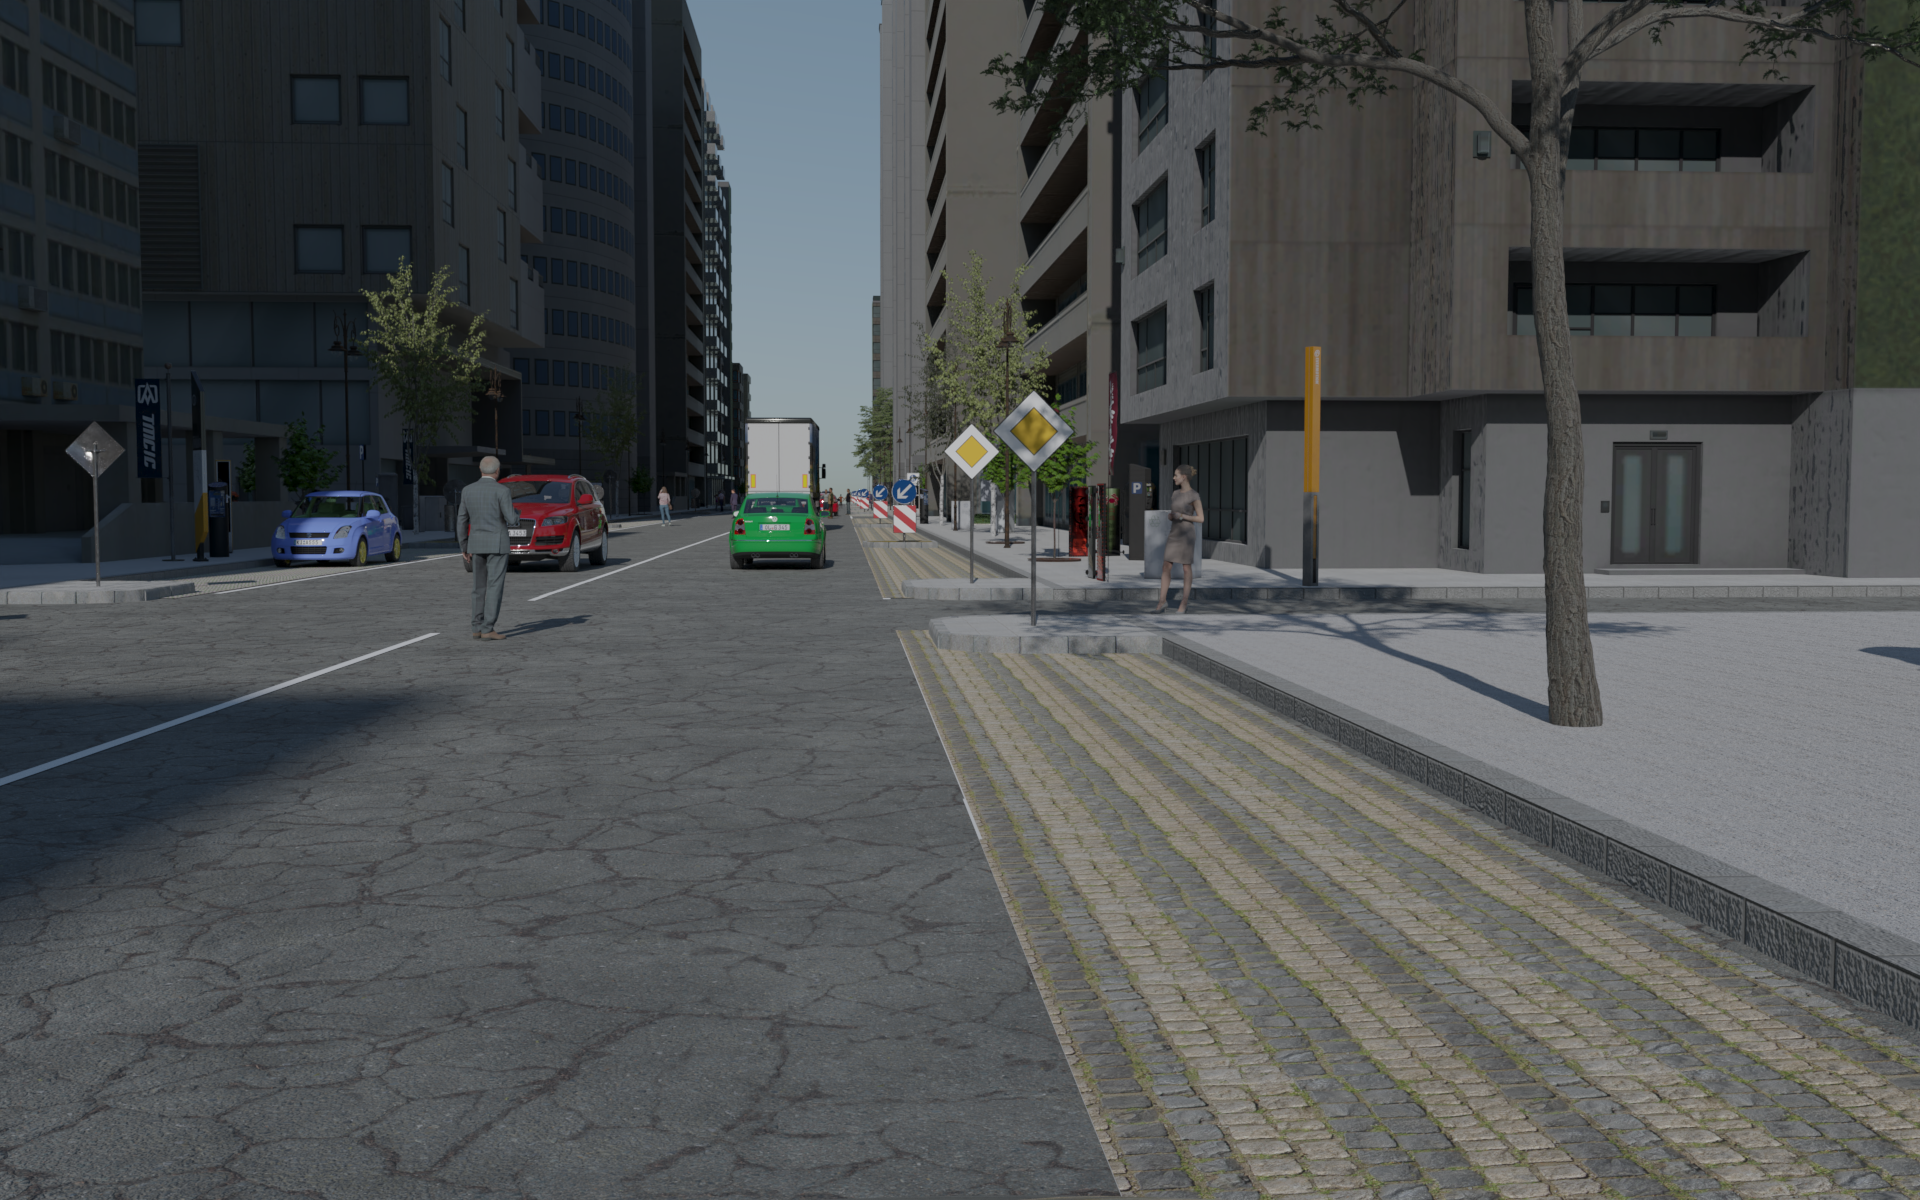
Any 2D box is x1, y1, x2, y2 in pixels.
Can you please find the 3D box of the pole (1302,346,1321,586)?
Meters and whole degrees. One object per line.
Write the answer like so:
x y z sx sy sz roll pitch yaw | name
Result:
4.889 -1.849 24.071 0.158 3.312 0.155 0 3 0 | pole

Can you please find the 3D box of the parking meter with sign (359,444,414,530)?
-20.314 -3.985 61.421 1.738 3.016 0.543 -2 4 -34 | parking meter with sign

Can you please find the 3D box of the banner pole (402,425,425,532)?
-18.373 -4.164 58.096 0.863 3.779 0.401 2 4 24 | banner pole

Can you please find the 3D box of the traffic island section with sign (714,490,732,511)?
-20.642 -8.658 150.180 1.989 1.847 2.006 0 4 -4 | traffic island section with sign

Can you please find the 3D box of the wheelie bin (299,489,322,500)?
-23.304 -3.324 62.259 0.693 1.594 0.980 -3 5 -41 | wheelie bin

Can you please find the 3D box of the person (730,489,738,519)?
-13.171 -5.601 100.993 0.541 1.710 0.530 -3 5 -39 | person

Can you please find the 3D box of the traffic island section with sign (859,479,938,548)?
-1.633 -2.329 46.702 1.989 1.847 2.006 0 4 -4 | traffic island section with sign

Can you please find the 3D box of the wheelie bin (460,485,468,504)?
-16.933 -3.195 60.149 0.980 1.594 0.693 2 4 28 | wheelie bin

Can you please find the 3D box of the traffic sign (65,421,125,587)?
-11.951 -1.243 23.966 0.795 2.450 0.064 0 4 -4 | traffic sign

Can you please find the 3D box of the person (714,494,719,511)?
-20.172 -8.085 143.915 0.599 1.433 0.991 -1 4 -17 | person

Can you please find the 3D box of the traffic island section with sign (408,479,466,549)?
-13.510 -2.299 46.213 1.989 1.847 2.006 0 4 -4 | traffic island section with sign

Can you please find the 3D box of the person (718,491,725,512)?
-19.437 -8.026 140.655 0.436 1.711 0.756 3 5 45 | person

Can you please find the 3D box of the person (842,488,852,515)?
-7.723 -6.781 119.380 0.705 1.822 1.348 -2 4 -28 | person

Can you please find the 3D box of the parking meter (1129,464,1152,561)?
3.486 -1.697 33.464 0.399 1.863 0.255 2 4 34 | parking meter

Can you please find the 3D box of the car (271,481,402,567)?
-12.562 -1.552 34.959 1.945 1.707 3.694 0 4 -2 | car

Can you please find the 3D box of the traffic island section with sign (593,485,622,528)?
-15.353 -3.944 73.105 1.989 1.847 2.006 0 4 -4 | traffic island section with sign

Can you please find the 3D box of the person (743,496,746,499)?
-20.123 -9.491 164.391 1.217 1.735 0.721 3 4 38 | person

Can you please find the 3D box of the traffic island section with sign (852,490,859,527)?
-3.550 -4.028 74.490 1.989 1.847 2.006 0 4 -4 | traffic island section with sign

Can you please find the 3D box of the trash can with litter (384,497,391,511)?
-30.711 -5.001 93.151 1.055 1.170 0.624 0 4 8 | trash can with litter

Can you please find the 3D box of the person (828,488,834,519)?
-7.556 -5.655 101.055 0.705 1.812 1.348 0 4 -7 | person

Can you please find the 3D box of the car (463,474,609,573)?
-8.094 -1.510 33.358 2.281 1.827 5.304 0 4 -2 | car

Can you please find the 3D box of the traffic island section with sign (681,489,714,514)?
-18.788 -7.013 123.289 1.989 1.847 2.006 0 4 -4 | traffic island section with sign

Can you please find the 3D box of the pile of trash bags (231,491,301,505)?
-23.604 -3.041 59.473 3.447 1.369 1.912 -3 5 -42 | pile of trash bags

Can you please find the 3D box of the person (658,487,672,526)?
-13.112 -4.163 77.161 0.593 1.750 0.643 -1 4 -21 | person

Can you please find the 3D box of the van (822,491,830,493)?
-17.714 -13.632 229.894 2.013 2.044 4.112 0 4 -4 | van

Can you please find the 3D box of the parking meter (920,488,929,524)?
-1.542 -4.037 74.416 0.372 1.533 0.369 0 3 0 | parking meter

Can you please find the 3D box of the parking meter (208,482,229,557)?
-15.065 -1.638 35.188 0.372 1.533 0.369 0 3 0 | parking meter

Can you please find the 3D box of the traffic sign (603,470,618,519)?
-18.183 -5.502 90.057 0.768 2.556 0.104 0 4 5 | traffic sign

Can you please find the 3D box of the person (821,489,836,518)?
-8.182 -5.893 105.644 1.217 1.735 0.721 0 4 7 | person

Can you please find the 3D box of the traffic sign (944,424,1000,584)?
0.166 -1.292 24.773 0.795 2.450 0.064 0 4 -4 | traffic sign

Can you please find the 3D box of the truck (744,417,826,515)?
-6.890 -4.894 68.933 2.839 4.237 11.283 0 4 -3 | truck

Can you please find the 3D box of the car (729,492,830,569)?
-3.562 -1.561 34.324 1.959 1.807 4.718 0 4 -3 | car

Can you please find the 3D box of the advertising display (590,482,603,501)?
-19.438 -5.313 92.073 0.974 1.923 0.123 -3 5 -42 | advertising display

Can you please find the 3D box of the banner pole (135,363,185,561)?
-15.301 -2.632 33.053 0.863 3.779 0.401 0 4 -3 | banner pole

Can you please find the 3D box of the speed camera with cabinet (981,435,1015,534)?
1.244 -3.832 56.983 0.660 3.252 2.038 1 4 18 | speed camera with cabinet

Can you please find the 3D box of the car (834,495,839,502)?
-11.433 -8.460 150.321 2.014 1.417 4.499 0 4 -4 | car

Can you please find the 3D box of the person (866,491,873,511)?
-7.655 -8.399 146.746 0.541 1.710 0.530 1 4 15 | person

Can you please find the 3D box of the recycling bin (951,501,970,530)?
0.103 -3.078 62.886 0.722 1.027 0.722 1 4 11 | recycling bin

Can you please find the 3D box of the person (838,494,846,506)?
-11.918 -9.871 173.155 1.065 1.426 0.557 -1 4 -19 | person

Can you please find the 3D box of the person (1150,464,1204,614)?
2.586 -0.719 20.594 0.374 1.781 0.599 -3 5 -40 | person

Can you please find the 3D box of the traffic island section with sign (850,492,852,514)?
-6.974 -7.082 124.410 1.989 1.847 2.006 0 4 -4 | traffic island section with sign

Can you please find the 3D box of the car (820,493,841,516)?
-8.833 -6.334 112.607 2.155 1.783 4.494 0 4 -6 | car

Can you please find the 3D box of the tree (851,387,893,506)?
-7.720 -16.245 183.728 7.486 12.596 7.792 0 3 0 | tree

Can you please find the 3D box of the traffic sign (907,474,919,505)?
-2.283 -5.039 84.514 0.606 2.300 0.079 0 4 5 | traffic sign

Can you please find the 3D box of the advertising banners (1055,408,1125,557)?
2.466 -2.396 35.358 2.074 3.025 0.090 -2 4 -27 | advertising banners

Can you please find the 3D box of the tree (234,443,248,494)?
-22.905 -3.767 56.198 1.663 3.219 1.824 0 3 0 | tree

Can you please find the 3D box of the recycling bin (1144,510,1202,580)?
3.246 -0.845 26.363 0.722 1.027 0.722 2 4 24 | recycling bin

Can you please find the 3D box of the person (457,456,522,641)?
-4.618 -0.517 17.127 0.661 1.801 0.590 1 4 15 | person

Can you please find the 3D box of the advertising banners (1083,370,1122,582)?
2.086 -1.796 25.551 0.090 3.025 2.074 0 4 -6 | advertising banners

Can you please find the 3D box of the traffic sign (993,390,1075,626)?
0.712 -0.805 16.807 0.795 2.450 0.064 0 4 -4 | traffic sign

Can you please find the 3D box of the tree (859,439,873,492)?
-9.101 -14.703 190.754 4.360 8.622 3.978 0 3 0 | tree
